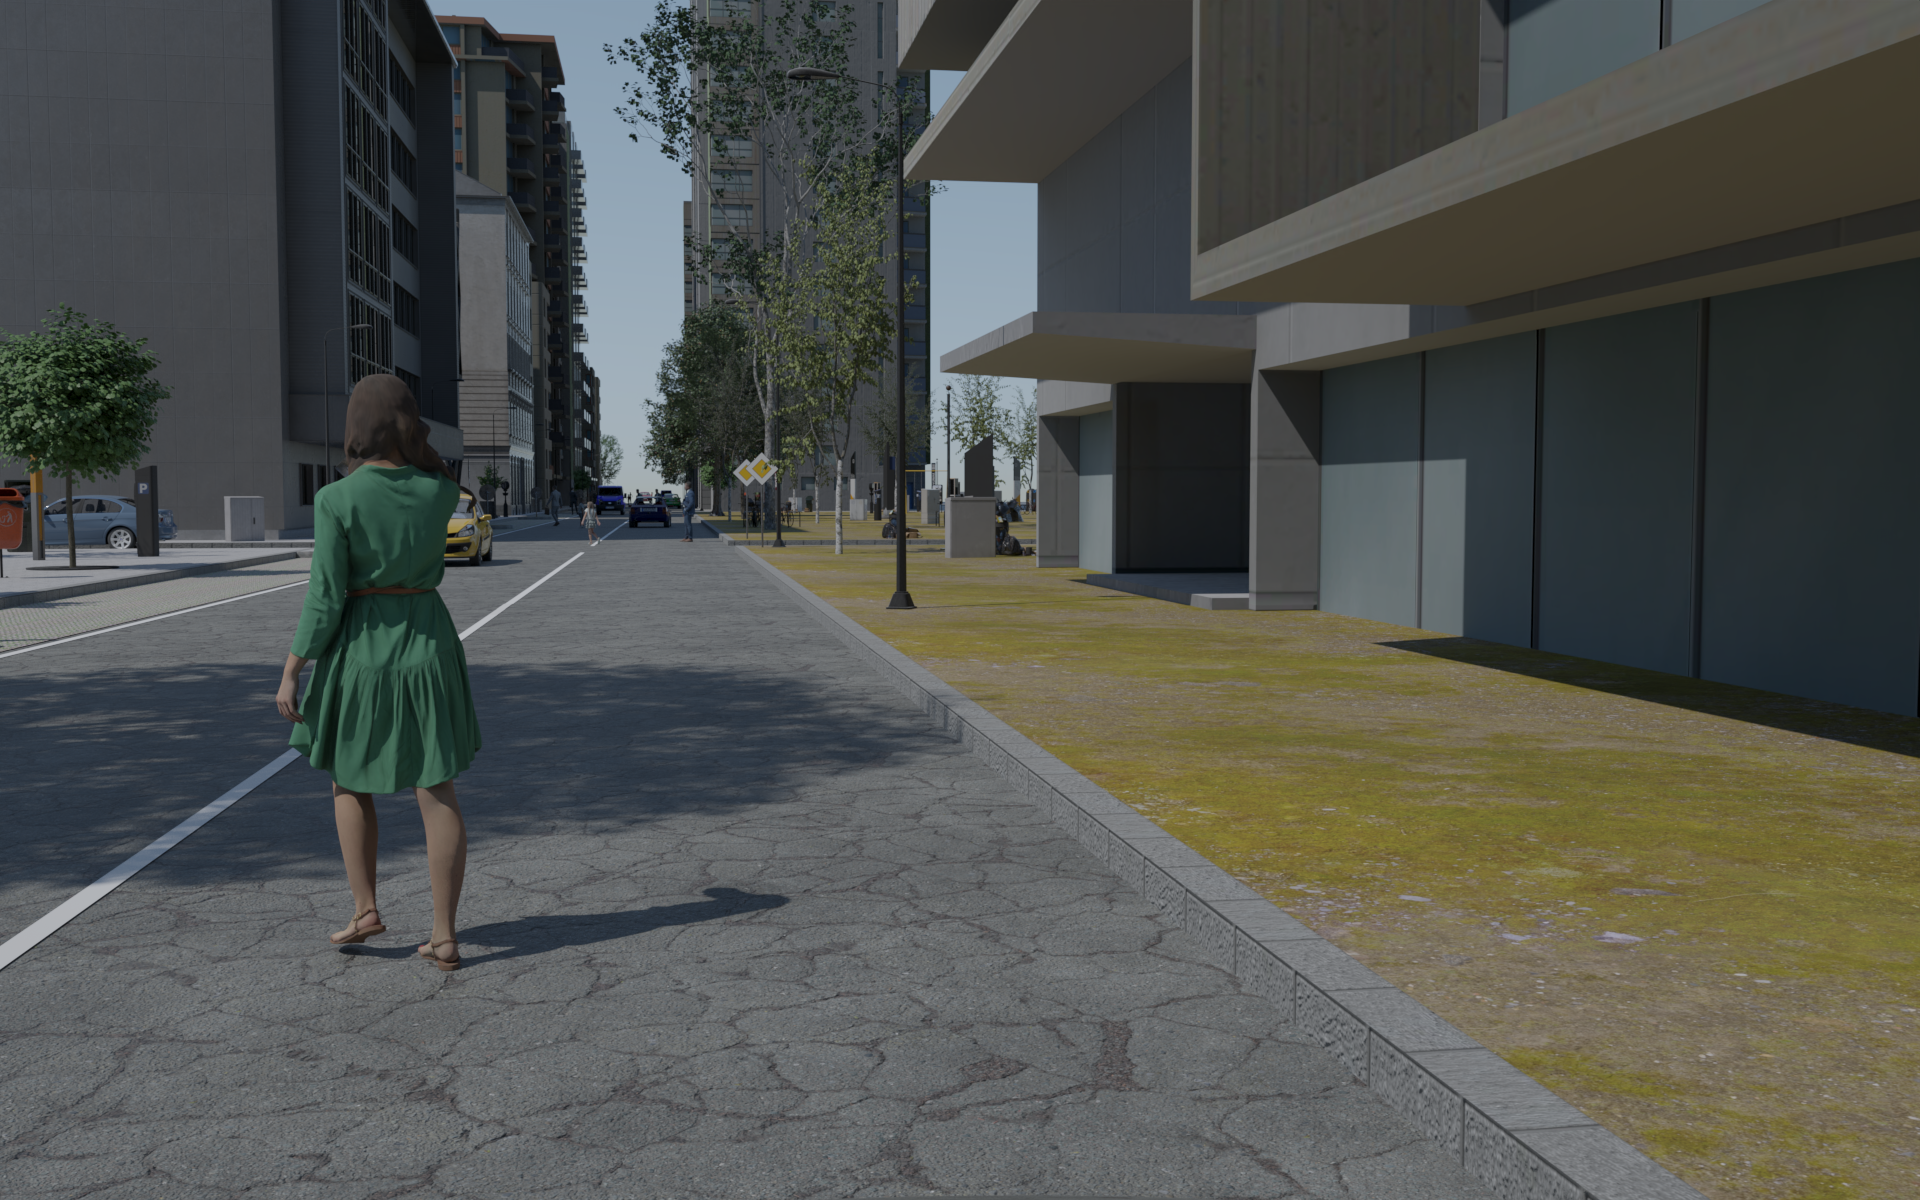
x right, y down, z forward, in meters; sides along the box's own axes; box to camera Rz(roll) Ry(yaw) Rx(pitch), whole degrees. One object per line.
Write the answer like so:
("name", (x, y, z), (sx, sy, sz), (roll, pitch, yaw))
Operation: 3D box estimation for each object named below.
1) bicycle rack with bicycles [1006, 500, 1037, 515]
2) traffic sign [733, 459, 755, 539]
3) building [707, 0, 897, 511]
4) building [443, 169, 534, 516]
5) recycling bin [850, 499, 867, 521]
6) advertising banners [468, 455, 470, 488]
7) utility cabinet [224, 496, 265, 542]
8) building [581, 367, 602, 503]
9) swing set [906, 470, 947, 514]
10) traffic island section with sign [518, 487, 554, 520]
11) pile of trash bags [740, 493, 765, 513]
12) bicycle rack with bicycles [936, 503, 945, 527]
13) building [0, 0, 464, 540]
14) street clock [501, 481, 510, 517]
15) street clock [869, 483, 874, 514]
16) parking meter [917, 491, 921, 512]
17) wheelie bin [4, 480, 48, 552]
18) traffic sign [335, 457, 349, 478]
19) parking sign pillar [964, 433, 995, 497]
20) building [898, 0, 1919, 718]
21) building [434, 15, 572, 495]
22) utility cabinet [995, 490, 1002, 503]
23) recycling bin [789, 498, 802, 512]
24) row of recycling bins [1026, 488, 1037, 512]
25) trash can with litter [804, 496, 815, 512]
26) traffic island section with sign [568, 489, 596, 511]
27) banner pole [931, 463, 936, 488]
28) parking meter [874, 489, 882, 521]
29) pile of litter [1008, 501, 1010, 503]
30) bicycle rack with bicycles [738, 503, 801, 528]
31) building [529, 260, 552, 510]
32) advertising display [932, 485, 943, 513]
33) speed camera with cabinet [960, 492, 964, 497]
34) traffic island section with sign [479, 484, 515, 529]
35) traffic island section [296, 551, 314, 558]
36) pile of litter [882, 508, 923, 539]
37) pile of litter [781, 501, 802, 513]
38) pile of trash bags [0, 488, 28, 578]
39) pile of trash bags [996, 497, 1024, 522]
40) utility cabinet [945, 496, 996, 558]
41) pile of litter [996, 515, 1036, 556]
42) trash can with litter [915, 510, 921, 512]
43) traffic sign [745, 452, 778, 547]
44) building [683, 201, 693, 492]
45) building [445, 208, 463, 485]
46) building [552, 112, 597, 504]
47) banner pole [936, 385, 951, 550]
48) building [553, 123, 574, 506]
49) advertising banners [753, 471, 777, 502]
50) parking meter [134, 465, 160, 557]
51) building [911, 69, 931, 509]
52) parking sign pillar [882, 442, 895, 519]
("bicycle rack with bicycles", (3.320, -5.794, 108.119), (2.852, 0.926, 2.925), (-2, 4, -35))
("traffic sign", (-6.087, -2.803, 49.464), (0.795, 2.450, 0.064), (-1, 4, -10))
("building", (-12.615, -27.647, 135.623), (14.154, 41.232, 14.086), (-1, 4, -10))
("building", (-32.407, -15.887, 108.902), (9.793, 20.994, 18.267), (-1, 4, -10))
("recycling bin", (-4.920, -4.371, 84.013), (0.722, 1.027, 0.722), (1, 4, 9))
("advertising banners", (-21.739, -4.926, 76.725), (0.090, 3.025, 2.074), (-1, 4, -16))
("utility cabinet", (-19.437, -2.197, 47.078), (0.306, 1.237, 1.020), (2, 4, 34))
("building", (-65.885, -24.600, 247.242), (27.650, 21.520, 28.899), (-1, 4, -10))
("swing set", (-2.344, -7.162, 114.714), (3.119, 2.851, 2.862), (0, 4, -5))
("traffic island section with sign", (-23.708, -5.414, 97.141), (1.989, 1.847, 2.006), (-1, 4, -10))
("pile of trash bags", (-14.205, -6.715, 119.543), (1.912, 1.369, 3.447), (-3, 4, -37))
("bicycle rack with bicycles", (0.113, -3.392, 68.845), (2.852, 0.926, 2.925), (0, 4, -3))
("building", (-26.749, -14.819, 61.363), (14.314, 24.678, 30.058), (-1, 4, -10))
("street clock", (-25.289, -5.614, 96.363), (0.471, 2.002, 0.358), (3, 4, 38))
("street clock", (-5.810, -6.681, 113.803), (0.358, 2.002, 0.471), (1, 4, 13))
("parking meter", (-2.962, -7.184, 125.861), (0.372, 1.533, 0.369), (0, 3, 0))
("wheelie bin", (-20.737, -1.862, 38.346), (0.980, 1.594, 0.693), (-2, 4, -27))
("traffic sign", (-14.020, -2.227, 40.048), (0.795, 2.450, 0.064), (-1, 4, -10))
("parking sign pillar", (0.861, -5.409, 76.902), (1.447, 3.967, 1.447), (1, 4, 14))
("building", (14.293, -26.250, 18.431), (28.713, 52.752, 27.495), (-1, 4, -10))
("building", (-48.322, -31.031, 161.985), (22.147, 44.769, 28.867), (-1, 4, -10))
("utility cabinet", (1.816, -5.365, 96.403), (1.173, 1.500, 0.318), (-3, 5, -41))
("recycling bin", (-11.795, -6.818, 124.033), (0.722, 1.027, 0.722), (1, 4, 20))
("row of recycling bins", (5.864, -7.234, 125.389), (1.069, 1.692, 3.534), (-2, 4, -26))
("trash can with litter", (-10.582, -6.740, 121.584), (0.624, 1.170, 1.055), (1, 4, 10))
("traffic island section with sign", (-32.054, -8.422, 146.331), (1.989, 1.847, 2.006), (-1, 4, -10))
("banner pole", (-1.760, -8.065, 121.882), (0.401, 3.779, 0.863), (-3, 5, -40))
("parking meter", (-3.952, -4.578, 83.261), (0.372, 1.533, 0.369), (0, 3, 0))
("pile of litter", (3.227, -6.462, 119.623), (1.176, 0.858, 1.719), (1, 4, 16))
("bicycle rack with bicycles", (-7.441, -3.280, 67.005), (2.852, 0.926, 2.925), (1, 4, 10))
("building", (-46.687, -17.649, 133.594), (27.650, 21.520, 28.899), (-1, 4, -10))
("advertising display", (-1.532, -6.889, 117.853), (0.123, 1.923, 0.974), (-3, 5, -42))
("speed camera with cabinet", (0.360, -7.209, 112.197), (2.038, 3.252, 0.660), (-1, 4, -22))
("traffic island section with sign", (-19.222, -3.788, 70.561), (1.989, 1.847, 2.006), (-1, 4, -10))
("traffic island section", (-14.042, -1.090, 40.106), (2.009, 0.180, 2.903), (-1, 4, -10))
("pile of litter", (-1.625, -2.234, 50.497), (1.176, 0.858, 1.719), (3, 4, 38))
("pile of litter", (-11.456, -6.314, 117.195), (1.719, 0.858, 1.176), (-1, 4, -14))
("pile of trash bags", (-15.571, -0.956, 25.378), (3.447, 1.369, 1.912), (-3, 5, -41))
("pile of trash bags", (1.379, -4.332, 80.572), (1.912, 1.369, 3.447), (-3, 5, -40))
("utility cabinet", (0.209, -1.457, 34.976), (1.020, 1.237, 0.306), (-2, 4, -25))
("pile of litter", (0.933, -1.376, 36.462), (1.176, 0.858, 1.719), (-3, 4, -37))
("trash can with litter", (-2.342, -6.925, 124.285), (1.678, 1.210, 2.233), (-3, 5, -41))
("traffic sign", (-4.754, -2.321, 41.590), (0.795, 2.450, 0.064), (-1, 4, -10))
("building", (-31.788, -34.298, 244.359), (14.154, 41.232, 14.086), (-1, 4, -10))
("building", (-33.355, -13.300, 84.902), (16.820, 18.784, 16.811), (-1, 4, -10))
("building", (-58.260, -36.553, 217.243), (23.786, 49.044, 30.456), (-1, 4, -10))
("banner pole", (-0.272, -3.065, 40.135), (0.401, 3.779, 0.863), (0, 4, -3))
("building", (-48.929, -30.634, 184.464), (14.154, 41.232, 14.086), (-1, 4, -10))
("advertising banners", (-13.667, -7.733, 122.620), (2.074, 3.025, 0.090), (1, 4, 18))
("parking meter", (-16.655, -1.820, 35.461), (0.399, 1.863, 0.255), (0, 4, 4))
("building", (-13.366, -37.613, 156.966), (21.231, 58.520, 28.212), (-1, 4, -10))
("parking sign pillar", (-3.678, -6.191, 89.695), (1.447, 3.967, 1.447), (-1, 4, -11))
